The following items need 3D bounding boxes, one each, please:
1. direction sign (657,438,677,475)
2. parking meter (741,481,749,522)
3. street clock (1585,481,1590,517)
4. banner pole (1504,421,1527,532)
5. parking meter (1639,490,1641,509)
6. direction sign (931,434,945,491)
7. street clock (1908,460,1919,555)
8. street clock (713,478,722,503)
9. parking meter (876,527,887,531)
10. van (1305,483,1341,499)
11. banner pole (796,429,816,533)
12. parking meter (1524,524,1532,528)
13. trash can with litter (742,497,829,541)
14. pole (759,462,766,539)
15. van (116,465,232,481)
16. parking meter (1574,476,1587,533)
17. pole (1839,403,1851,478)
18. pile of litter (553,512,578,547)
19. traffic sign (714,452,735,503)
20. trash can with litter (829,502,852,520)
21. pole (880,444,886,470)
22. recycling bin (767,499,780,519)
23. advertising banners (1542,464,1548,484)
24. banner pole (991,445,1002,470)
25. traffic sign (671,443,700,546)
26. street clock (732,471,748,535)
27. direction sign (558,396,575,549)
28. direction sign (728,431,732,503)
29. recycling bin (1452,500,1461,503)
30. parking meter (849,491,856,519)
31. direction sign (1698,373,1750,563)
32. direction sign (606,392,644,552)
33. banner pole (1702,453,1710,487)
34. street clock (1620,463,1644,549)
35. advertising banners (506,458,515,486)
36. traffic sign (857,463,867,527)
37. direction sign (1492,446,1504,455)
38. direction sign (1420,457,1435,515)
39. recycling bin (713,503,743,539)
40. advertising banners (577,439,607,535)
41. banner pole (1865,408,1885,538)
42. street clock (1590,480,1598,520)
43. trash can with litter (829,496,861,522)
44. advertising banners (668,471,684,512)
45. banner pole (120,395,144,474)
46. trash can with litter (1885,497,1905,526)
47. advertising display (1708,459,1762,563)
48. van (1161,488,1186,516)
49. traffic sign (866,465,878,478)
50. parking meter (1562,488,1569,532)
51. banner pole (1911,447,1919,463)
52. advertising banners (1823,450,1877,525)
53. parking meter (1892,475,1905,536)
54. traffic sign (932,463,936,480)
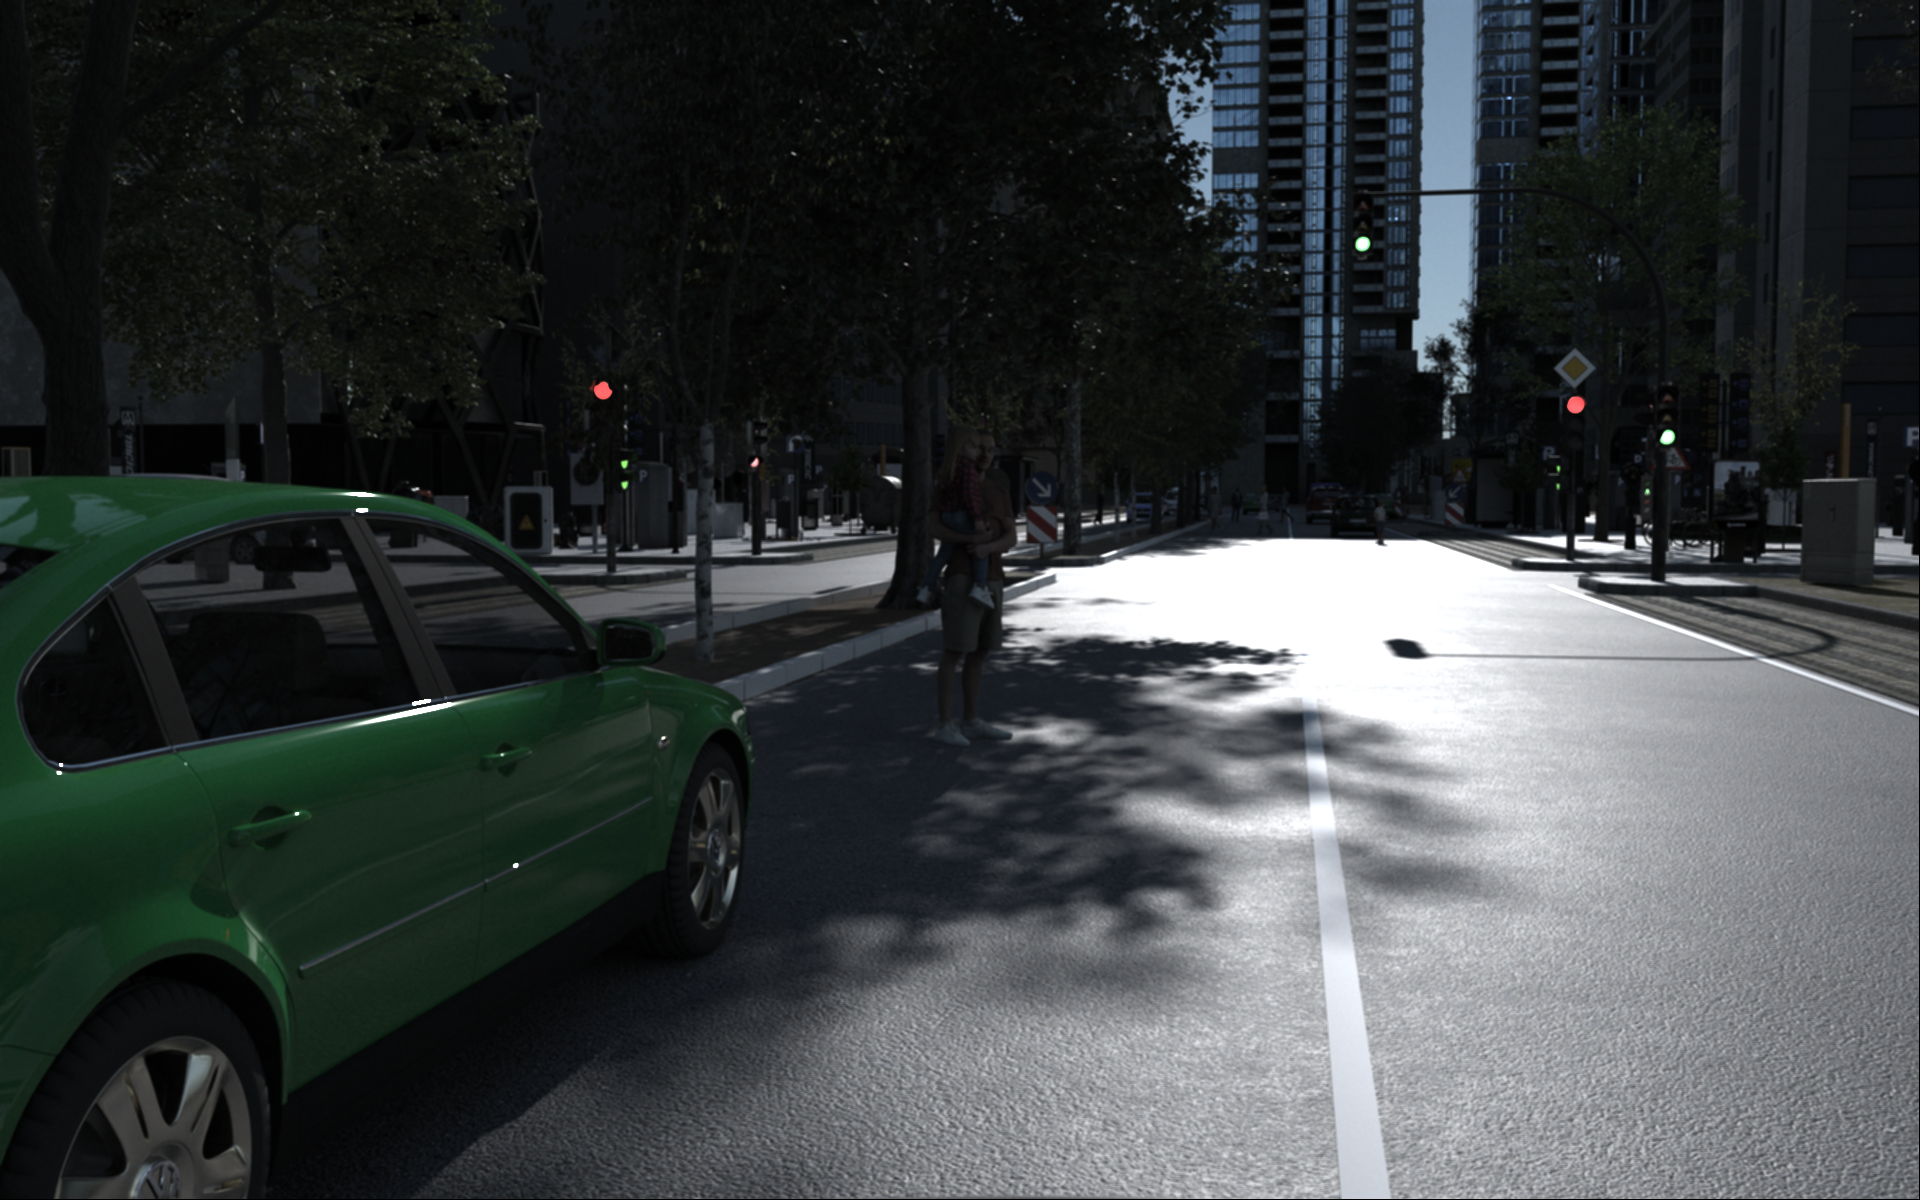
[{"bbox_3d":[-11.781,-4.756,69.759,0.876,3.537,0.379,1,4,20],"label":"direction sign"},{"bbox_3d":[-9.765,-4.461,78.649,0.399,1.863,0.255,0,4,7],"label":"parking meter"},{"bbox_3d":[35.085,-5.640,96.777,0.471,2.002,0.358,0,4,-6],"label":"street clock"},{"bbox_3d":[19.109,-4.250,59.498,0.863,3.779,0.401,2,4,28],"label":"banner pole"},{"bbox_3d":[40.890,-5.831,103.750,0.372,1.533,0.369,0,3,0],"label":"parking meter"},{"bbox_3d":[-0.998,-4.521,65.917,0.876,3.537,0.379,1,4,19],"label":"direction sign"},{"bbox_3d":[20.149,-1.943,36.333,0.358,2.002,0.471,-1,4,-20],"label":"street clock"},{"bbox_3d":[-10.985,-4.515,78.392,0.471,2.002,0.358,1,4,16],"label":"street clock"},{"bbox_3d":[-2.751,-3.348,60.449,0.399,1.863,0.255,2,4,32],"label":"parking meter"},{"bbox_3d":[21.253,-5.900,100.845,2.240,2.365,5.245,1,4,11],"label":"van"},{"bbox_3d":[-5.107,-4.069,56.552,0.863,3.779,0.401,1,4,16],"label":"banner pole"},{"bbox_3d":[21.490,-3.659,65.533,0.255,1.863,0.399,-1,4,-14],"label":"parking meter"},{"bbox_3d":[-5.059,-2.243,47.738,2.233,1.210,1.678,3,5,42],"label":"trash can with litter"},{"bbox_3d":[-5.671,-3.408,49.564,0.158,3.312,0.155,0,3,0],"label":"pole"},{"bbox_3d":[-15.149,-1.713,35.015,4.112,2.044,2.013,1,4,12],"label":"van"},{"bbox_3d":[20.297,-3.117,56.672,0.399,1.863,0.255,1,4,23],"label":"parking meter"},{"bbox_3d":[19.882,-2.759,38.953,0.158,3.312,0.155,0,3,0],"label":"pole"},{"bbox_3d":[-10.007,-1.776,43.003,1.176,0.858,1.719,0,4,4],"label":"pile of litter"},{"bbox_3d":[-7.125,-3.179,52.077,0.768,2.556,0.104,1,4,18],"label":"traffic sign"},{"bbox_3d":[-5.900,-4.535,85.529,1.055,1.170,0.624,-3,4,-37],"label":"trash can with litter"},{"bbox_3d":[-3.151,-4.714,70.919,0.158,3.312,0.155,0,3,0],"label":"pole"},{"bbox_3d":[-9.643,-4.774,90.607,0.722,1.027,0.722,-2,4,-24],"label":"recycling bin"},{"bbox_3d":[35.209,-6.507,102.579,2.074,3.025,0.090,-2,4,-26],"label":"advertising banners"},{"bbox_3d":[1.474,-5.339,77.306,0.863,3.779,0.401,1,4,8],"label":"banner pole"},{"bbox_3d":[-6.761,-2.600,42.618,0.768,2.556,0.104,1,4,13],"label":"traffic sign"},{"bbox_3d":[-6.824,-3.008,53.749,0.471,2.002,0.358,3,5,42],"label":"street clock"},{"bbox_3d":[-9.224,-2.967,40.507,0.379,3.537,0.876,-2,4,-31],"label":"direction sign"},{"bbox_3d":[-8.050,-4.206,60.757,0.379,3.537,0.876,0,4,0],"label":"direction sign"},{"bbox_3d":[29.492,-5.480,102.152,0.722,1.027,0.722,2,4,34],"label":"recycling bin"},{"bbox_3d":[-5.474,-4.892,88.399,0.372,1.533,0.369,0,3,0],"label":"parking meter"},{"bbox_3d":[14.315,-2.478,32.510,0.876,3.537,0.379,1,4,10],"label":"direction sign"},{"bbox_3d":[-7.463,-2.843,38.481,0.876,3.537,0.379,-1,4,-13],"label":"direction sign"},{"bbox_3d":[33.546,-5.391,78.153,0.863,3.779,0.401,0,4,-2],"label":"banner pole"},{"bbox_3d":[15.553,-2.176,40.141,0.471,2.002,0.358,0,4,-4],"label":"street clock"},{"bbox_3d":[-19.081,-4.592,71.272,2.074,3.025,0.090,2,4,28],"label":"advertising banners"},{"bbox_3d":[-4.023,-4.178,68.414,0.768,2.556,0.104,1,4,17],"label":"traffic sign"},{"bbox_3d":[25.259,-5.473,81.486,0.876,3.537,0.379,-2,4,-31],"label":"direction sign"},{"bbox_3d":[28.557,-6.961,105.807,0.876,3.537,0.379,0,4,1],"label":"direction sign"},{"bbox_3d":[-6.727,-2.305,50.247,0.722,1.027,0.722,1,4,9],"label":"recycling bin"},{"bbox_3d":[-11.087,-3.579,54.708,2.074,3.025,0.090,1,4,8],"label":"advertising banners"},{"bbox_3d":[26.640,-3.698,50.483,0.863,3.779,0.401,-2,4,-29],"label":"banner pole"},{"bbox_3d":[31.940,-5.022,86.683,0.471,2.002,0.358,2,4,32],"label":"street clock"},{"bbox_3d":[-5.691,-4.218,80.026,1.678,1.210,2.233,-3,4,-38],"label":"trash can with litter"},{"bbox_3d":[-19.657,-7.318,115.835,2.074,3.025,0.090,-1,4,-16],"label":"advertising banners"},{"bbox_3d":[-20.826,-3.285,43.720,0.401,3.779,0.863,2,4,24],"label":"banner pole"},{"bbox_3d":[37.584,-3.538,69.237,1.055,1.170,0.624,2,4,28],"label":"trash can with litter"},{"bbox_3d":[14.358,-1.645,32.103,0.974,1.923,0.123,0,4,-6],"label":"advertising display"},{"bbox_3d":[14.530,-6.666,116.007,2.013,2.044,4.112,1,4,11],"label":"van"},{"bbox_3d":[-3.925,-4.562,74.699,0.768,2.556,0.104,1,4,14],"label":"traffic sign"},{"bbox_3d":[20.362,-3.031,57.966,0.372,1.533,0.369,0,3,0],"label":"parking meter"},{"bbox_3d":[37.198,-4.723,67.233,0.401,3.779,0.863,-1,4,-11],"label":"banner pole"},{"bbox_3d":[35.258,-4.432,68.644,2.074,3.025,0.090,1,4,11],"label":"advertising banners"},{"bbox_3d":[28.810,-2.901,53.144,0.255,1.863,0.399,3,4,37],"label":"parking meter"},{"bbox_3d":[-1.290,-4.217,69.050,0.768,2.556,0.104,1,4,13],"label":"traffic sign"}]
